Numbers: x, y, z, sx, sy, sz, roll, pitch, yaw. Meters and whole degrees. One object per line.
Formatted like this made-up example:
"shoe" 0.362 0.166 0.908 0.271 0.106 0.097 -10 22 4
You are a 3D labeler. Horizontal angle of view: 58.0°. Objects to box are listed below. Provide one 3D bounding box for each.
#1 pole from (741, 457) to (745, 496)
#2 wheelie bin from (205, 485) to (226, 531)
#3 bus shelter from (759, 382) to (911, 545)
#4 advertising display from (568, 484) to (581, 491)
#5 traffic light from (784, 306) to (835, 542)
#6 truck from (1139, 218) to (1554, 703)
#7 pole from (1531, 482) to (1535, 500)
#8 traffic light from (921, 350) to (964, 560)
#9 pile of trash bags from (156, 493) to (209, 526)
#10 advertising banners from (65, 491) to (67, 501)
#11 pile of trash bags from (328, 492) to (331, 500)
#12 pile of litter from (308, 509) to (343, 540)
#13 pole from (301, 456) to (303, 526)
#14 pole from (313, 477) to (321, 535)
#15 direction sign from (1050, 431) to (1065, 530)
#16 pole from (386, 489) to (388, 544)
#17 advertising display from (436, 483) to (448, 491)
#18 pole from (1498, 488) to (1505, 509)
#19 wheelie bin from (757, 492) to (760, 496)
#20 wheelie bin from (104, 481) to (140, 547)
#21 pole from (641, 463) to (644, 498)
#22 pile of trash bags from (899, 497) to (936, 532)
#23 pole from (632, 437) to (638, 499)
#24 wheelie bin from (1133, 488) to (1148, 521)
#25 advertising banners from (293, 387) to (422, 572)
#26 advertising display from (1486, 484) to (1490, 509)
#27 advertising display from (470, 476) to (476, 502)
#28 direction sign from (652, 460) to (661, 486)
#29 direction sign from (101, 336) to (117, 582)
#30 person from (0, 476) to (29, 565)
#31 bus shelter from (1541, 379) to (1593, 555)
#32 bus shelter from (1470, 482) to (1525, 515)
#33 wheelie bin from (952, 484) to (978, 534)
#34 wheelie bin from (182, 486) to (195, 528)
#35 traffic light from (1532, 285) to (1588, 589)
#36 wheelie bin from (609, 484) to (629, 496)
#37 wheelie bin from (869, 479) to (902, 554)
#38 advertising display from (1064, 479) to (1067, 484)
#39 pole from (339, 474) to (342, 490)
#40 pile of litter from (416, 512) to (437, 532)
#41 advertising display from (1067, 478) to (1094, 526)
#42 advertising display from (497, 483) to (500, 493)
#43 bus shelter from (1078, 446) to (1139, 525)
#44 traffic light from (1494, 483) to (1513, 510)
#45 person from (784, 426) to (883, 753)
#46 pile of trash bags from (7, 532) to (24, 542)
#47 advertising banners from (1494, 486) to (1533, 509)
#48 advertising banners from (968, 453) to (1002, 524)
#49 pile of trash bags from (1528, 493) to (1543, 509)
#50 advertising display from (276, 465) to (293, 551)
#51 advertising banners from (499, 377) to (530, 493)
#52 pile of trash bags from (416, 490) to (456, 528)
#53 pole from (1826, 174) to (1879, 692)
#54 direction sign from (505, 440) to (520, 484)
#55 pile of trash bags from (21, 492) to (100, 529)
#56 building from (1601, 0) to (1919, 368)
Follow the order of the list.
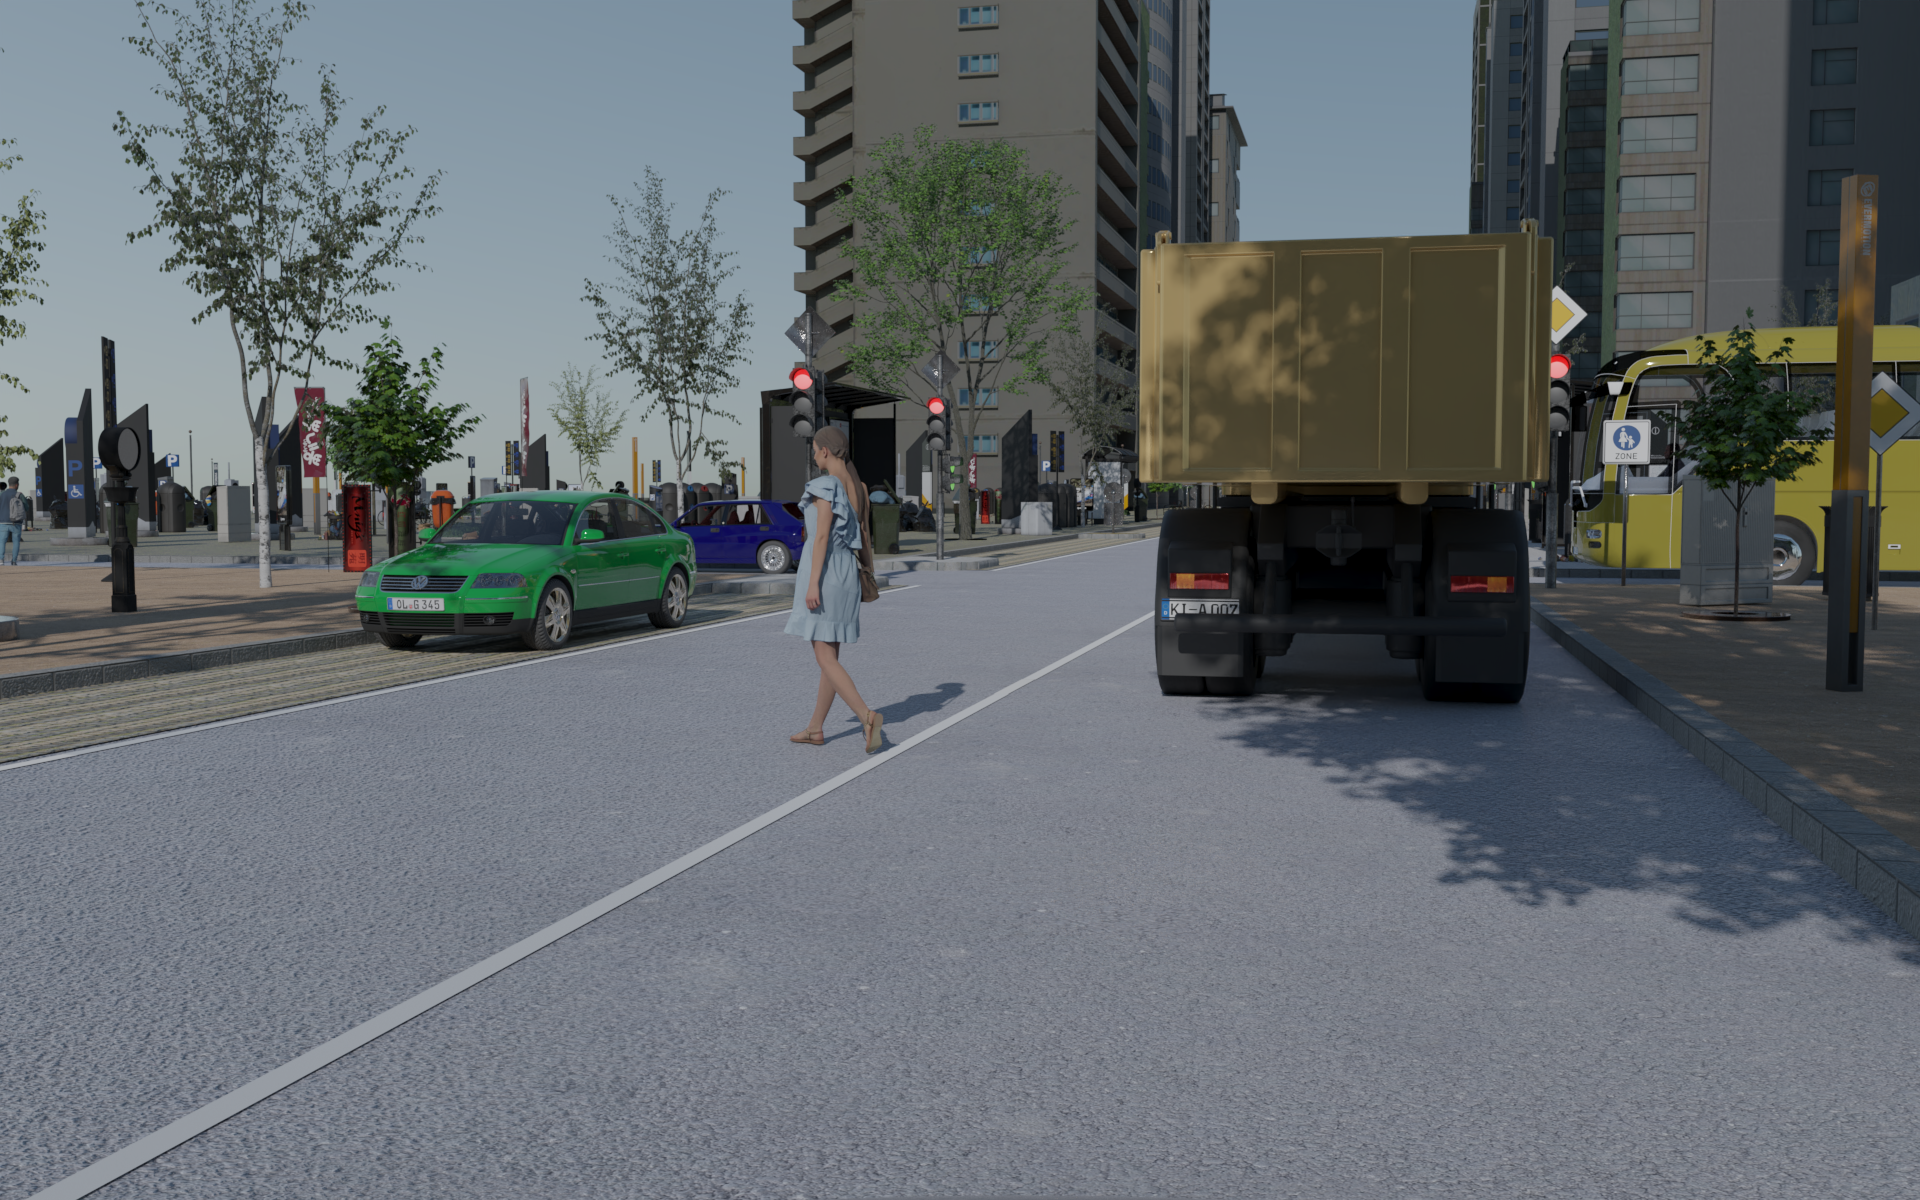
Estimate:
"pole" -12.038 -6.260 96.187 0.158 3.312 0.155 0 3 0
"wheelie bin" -25.562 -3.177 59.856 0.693 1.594 0.980 1 4 20
"bus shelter" -2.744 -2.950 39.520 1.731 3.624 6.357 1 4 13
"advertising display" -24.741 -6.502 111.525 0.974 1.923 0.123 0 4 -2
"traffic light" -2.245 -2.264 25.930 0.839 4.253 0.868 1 4 14
"truck" 3.473 -1.206 15.644 3.469 3.379 9.791 1 4 13
"pole" 23.749 -4.764 71.730 0.158 3.312 0.155 0 3 0
"traffic light" -0.372 -2.738 33.693 0.839 4.253 0.868 1 4 14
"pile of trash bags" -31.577 -3.682 69.948 1.912 1.369 3.447 0 4 4
"advertising banners" -51.371 -6.305 99.272 2.074 3.025 0.090 -3 5 -43
"pile of trash bags" -28.197 -4.066 76.227 1.912 1.369 3.447 -1 4 -8
"pile of litter" -17.383 -2.111 48.479 1.719 0.858 1.176 2 4 25
"pole" -22.747 -4.021 59.590 0.158 3.312 0.155 0 3 0
"pole" -20.283 -3.714 54.567 0.158 3.312 0.155 0 3 0
"direction sign" 3.489 -4.290 62.142 0.379 3.537 0.876 3 4 37
"pole" -14.758 -3.118 44.825 0.158 3.312 0.155 0 3 0
"advertising display" -30.131 -5.843 100.752 0.123 1.923 0.974 1 4 19
"pole" 13.988 -3.110 44.690 0.158 3.312 0.155 0 3 0
"wheelie bin" -7.438 -3.587 66.559 0.693 1.594 0.980 -2 4 -30
"wheelie bin" -20.245 -2.077 41.873 0.693 1.594 0.980 -3 5 -43
"pole" -21.091 -7.412 115.036 0.158 3.312 0.155 0 3 0
"pile of trash bags" -2.615 -2.995 58.725 3.447 1.369 1.912 -1 4 -21
"pole" -11.633 -4.171 62.034 0.158 3.312 0.155 0 3 0
"wheelie bin" 8.539 -4.528 81.941 0.693 1.594 0.980 0 4 -4
"advertising banners" -9.832 -1.962 28.271 2.074 3.025 0.090 0 4 4
"advertising display" 14.719 -2.628 48.182 0.123 1.923 0.974 1 4 12
"advertising display" -17.064 -3.394 60.698 0.123 1.923 0.974 -1 4 -12
"direction sign" -20.096 -7.512 114.812 0.876 3.537 0.379 3 5 42
"direction sign" -12.405 -2.038 25.324 0.379 3.537 0.876 -1 4 -16
"person" -18.636 -1.540 34.021 0.623 1.781 0.721 -2 4 -31
"bus shelter" 13.540 -2.848 37.850 1.731 3.624 6.357 1 4 14
"bus shelter" 18.677 -4.062 60.332 2.014 3.302 5.546 1 4 13
"wheelie bin" 0.170 -2.924 55.716 0.693 1.594 0.980 -2 4 -28
"wheelie bin" -29.430 -3.536 65.723 0.693 1.594 0.980 -2 4 -35
"traffic light" 8.027 -2.114 23.477 0.839 4.253 0.868 1 4 14
"wheelie bin" -10.784 -2.867 54.778 0.693 1.594 0.980 -1 4 -12
"wheelie bin" -1.594 -1.783 37.059 0.693 1.594 0.980 0 4 -2
"advertising display" 4.654 -4.323 75.900 0.123 1.923 0.974 0 4 -3
"pole" -43.526 -7.822 121.737 0.158 3.312 0.155 0 3 0
"pile of litter" -18.133 -2.779 59.398 1.176 0.858 1.719 2 4 24
"advertising display" 4.947 -3.982 70.324 0.974 1.923 0.123 1 4 13
"advertising display" -27.282 -5.918 101.977 0.123 1.923 0.974 0 4 5
"bus shelter" 6.595 -4.963 75.068 2.014 3.302 5.546 1 4 14
"traffic light" 9.900 -2.588 31.240 0.839 4.253 0.868 1 4 14
"person" -0.666 -0.070 9.737 0.778 1.811 0.616 3 5 43
"pile of trash bags" -26.661 -2.226 46.155 3.447 1.369 1.912 2 4 31
"advertising banners" 22.602 -4.519 70.078 2.074 3.025 0.090 1 4 20
"advertising banners" 1.106 -4.752 73.878 2.074 3.025 0.090 3 5 40
"pile of trash bags" 30.976 -5.232 95.303 3.447 1.369 1.912 -1 4 -17
"advertising display" -15.337 -2.086 39.313 0.123 1.923 0.974 -2 4 -34
"advertising banners" -6.902 -1.874 26.833 0.090 3.025 2.074 -2 4 -26
"pile of trash bags" -11.300 -2.008 42.583 3.447 1.369 1.912 0 4 -2
"pole" 5.774 -1.062 11.209 0.158 3.312 0.155 0 3 0
"direction sign" -18.968 -4.982 73.446 0.876 3.537 0.379 3 4 37
"pile of trash bags" -33.539 -3.340 64.359 3.447 1.369 1.912 -1 4 -12
"building" 37.123 -24.245 79.997 14.154 41.232 14.086 1 4 14
